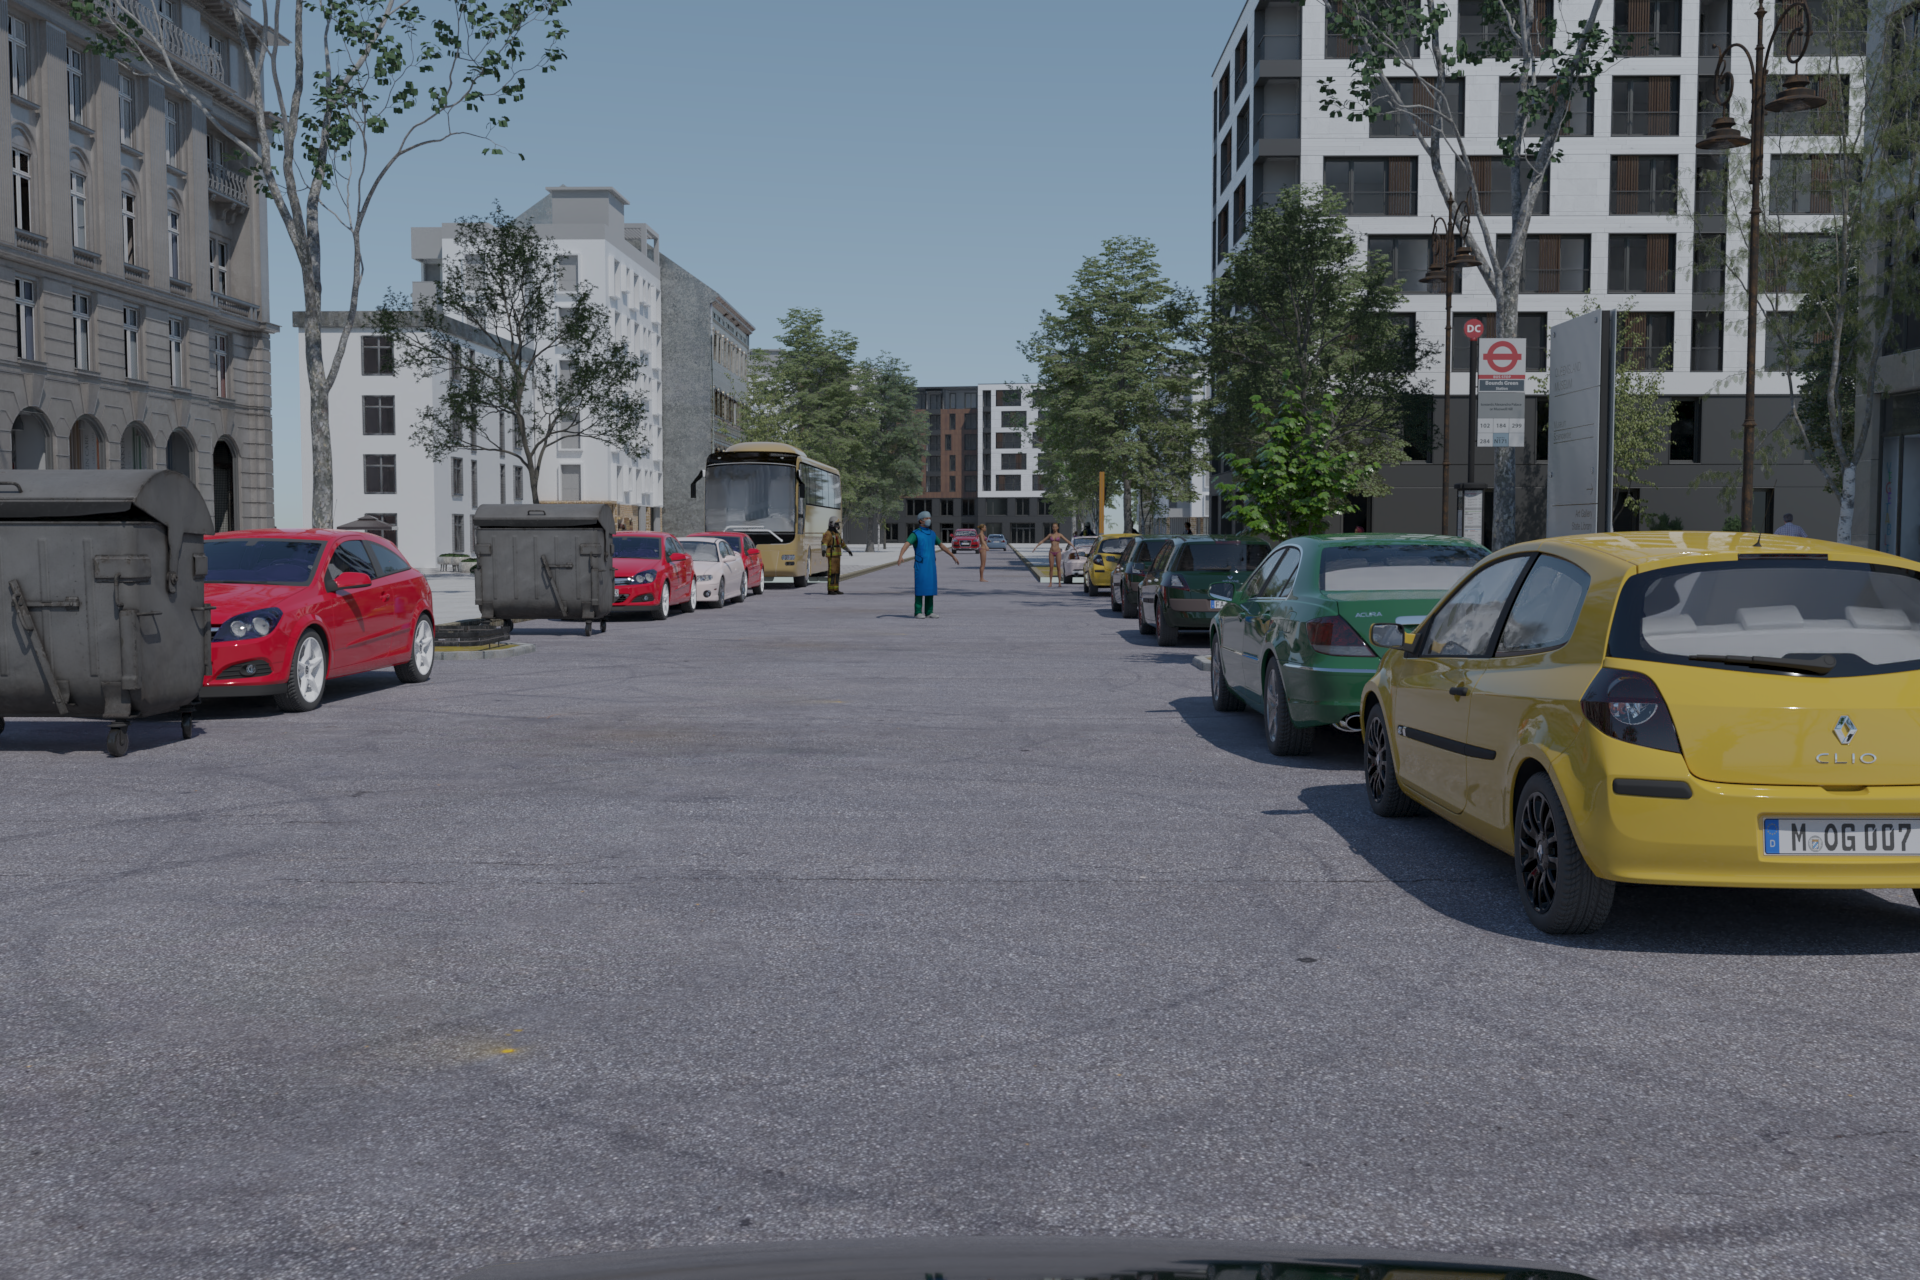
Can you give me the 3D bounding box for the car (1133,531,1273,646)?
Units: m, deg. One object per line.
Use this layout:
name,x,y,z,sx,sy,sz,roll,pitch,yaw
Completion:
car,3.397,-0.838,23.486,2.009,1.686,4.222,0,4,1

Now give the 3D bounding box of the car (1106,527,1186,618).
car,3.638,-1.287,30.825,2.009,1.686,4.222,0,4,1

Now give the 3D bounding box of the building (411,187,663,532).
building,-23.902,-14.642,95.811,16.016,20.090,11.380,0,4,1

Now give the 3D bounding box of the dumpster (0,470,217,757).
dumpster,-6.115,-0.205,11.575,1.865,1.857,1.264,0,4,1

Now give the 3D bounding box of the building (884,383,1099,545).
building,2.864,-24.538,247.621,32.646,21.610,27.936,1,4,11

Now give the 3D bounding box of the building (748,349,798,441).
building,-23.013,-19.690,178.344,16.016,20.090,11.380,0,4,1

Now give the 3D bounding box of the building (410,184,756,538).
building,-24.815,-17.580,118.365,19.493,23.208,18.063,0,4,1

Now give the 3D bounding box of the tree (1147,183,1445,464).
tree,9.466,-6.822,45.955,8.767,10.594,7.601,-3,4,-38

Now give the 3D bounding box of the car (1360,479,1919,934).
car,2.934,0.160,7.615,2.015,1.641,3.980,0,4,1

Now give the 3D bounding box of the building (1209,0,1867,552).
building,25.179,-14.407,79.531,27.936,21.610,32.646,0,4,1

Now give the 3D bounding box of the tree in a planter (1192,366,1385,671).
tree in a planter,3.539,-1.303,18.520,1.991,3.239,1.994,0,4,1

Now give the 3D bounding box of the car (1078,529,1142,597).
car,3.833,-1.890,41.124,2.015,1.641,3.980,0,4,1

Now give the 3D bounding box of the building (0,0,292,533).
building,-28.014,-12.417,43.678,13.314,22.015,24.055,0,4,1

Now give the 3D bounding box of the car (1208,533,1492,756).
car,2.946,-0.049,12.598,2.131,1.459,4.920,0,4,1

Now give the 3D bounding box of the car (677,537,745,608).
car,-5.469,-1.378,34.885,2.083,1.381,4.827,0,4,1

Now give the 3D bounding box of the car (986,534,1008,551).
car,3.049,-8.215,146.314,2.014,1.417,4.499,0,4,1

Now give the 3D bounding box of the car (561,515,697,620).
car,-5.754,-1.290,30.130,2.155,1.783,4.494,0,4,1

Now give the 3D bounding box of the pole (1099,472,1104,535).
pole,4.652,-3.856,56.894,0.158,3.312,0.155,0,3,0

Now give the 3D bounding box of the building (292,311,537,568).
building,-23.921,-8.391,79.344,9.099,9.664,28.070,0,4,1

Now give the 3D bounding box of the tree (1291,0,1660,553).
tree,8.832,-10.763,31.857,12.611,20.169,13.585,0,3,0

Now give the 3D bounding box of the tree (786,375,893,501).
tree,-7.302,-10.052,98.766,7.601,10.594,8.767,-1,4,-23

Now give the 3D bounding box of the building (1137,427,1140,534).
building,28.158,-22.508,224.423,16.016,20.090,11.380,0,4,1

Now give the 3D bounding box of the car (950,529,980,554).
car,0.427,-7.196,126.319,2.281,1.827,5.304,0,4,1

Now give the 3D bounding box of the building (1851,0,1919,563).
building,27.654,-13.123,17.771,19.351,26.588,34.151,0,4,1

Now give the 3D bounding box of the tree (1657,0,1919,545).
tree,9.682,-4.183,18.762,4.360,8.622,3.978,0,3,0

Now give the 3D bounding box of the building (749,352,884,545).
building,-24.147,-22.424,210.600,27.936,21.610,32.646,0,4,1

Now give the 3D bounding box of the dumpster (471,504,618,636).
dumpster,-5.902,-1.007,24.680,1.865,1.857,1.264,0,4,1

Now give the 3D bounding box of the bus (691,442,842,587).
bus,-5.223,-3.566,49.847,2.896,3.916,12.252,0,4,1

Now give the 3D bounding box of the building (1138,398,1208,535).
building,30.882,-22.649,201.234,19.493,23.208,18.063,0,4,1

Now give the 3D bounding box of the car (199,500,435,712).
car,-6.089,-0.382,15.291,2.155,1.783,4.494,0,4,1

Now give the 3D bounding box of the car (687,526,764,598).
car,-5.586,-1.866,39.553,2.155,1.783,4.494,0,4,1

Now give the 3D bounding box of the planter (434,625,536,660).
planter,-6.188,0.028,20.687,1.991,0.319,1.994,0,4,1

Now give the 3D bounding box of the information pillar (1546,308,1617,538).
information pillar,6.756,-1.688,18.915,0.184,3.620,1.656,0,4,1

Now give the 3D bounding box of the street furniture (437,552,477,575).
street furniture,-13.712,-2.533,57.044,5.734,0.657,10.072,-2,4,-31

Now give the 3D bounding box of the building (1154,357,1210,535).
building,25.622,-19.891,181.638,16.016,20.090,11.380,0,4,1

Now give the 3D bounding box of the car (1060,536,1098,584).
car,3.914,-2.384,51.342,2.083,1.381,4.827,0,4,0
